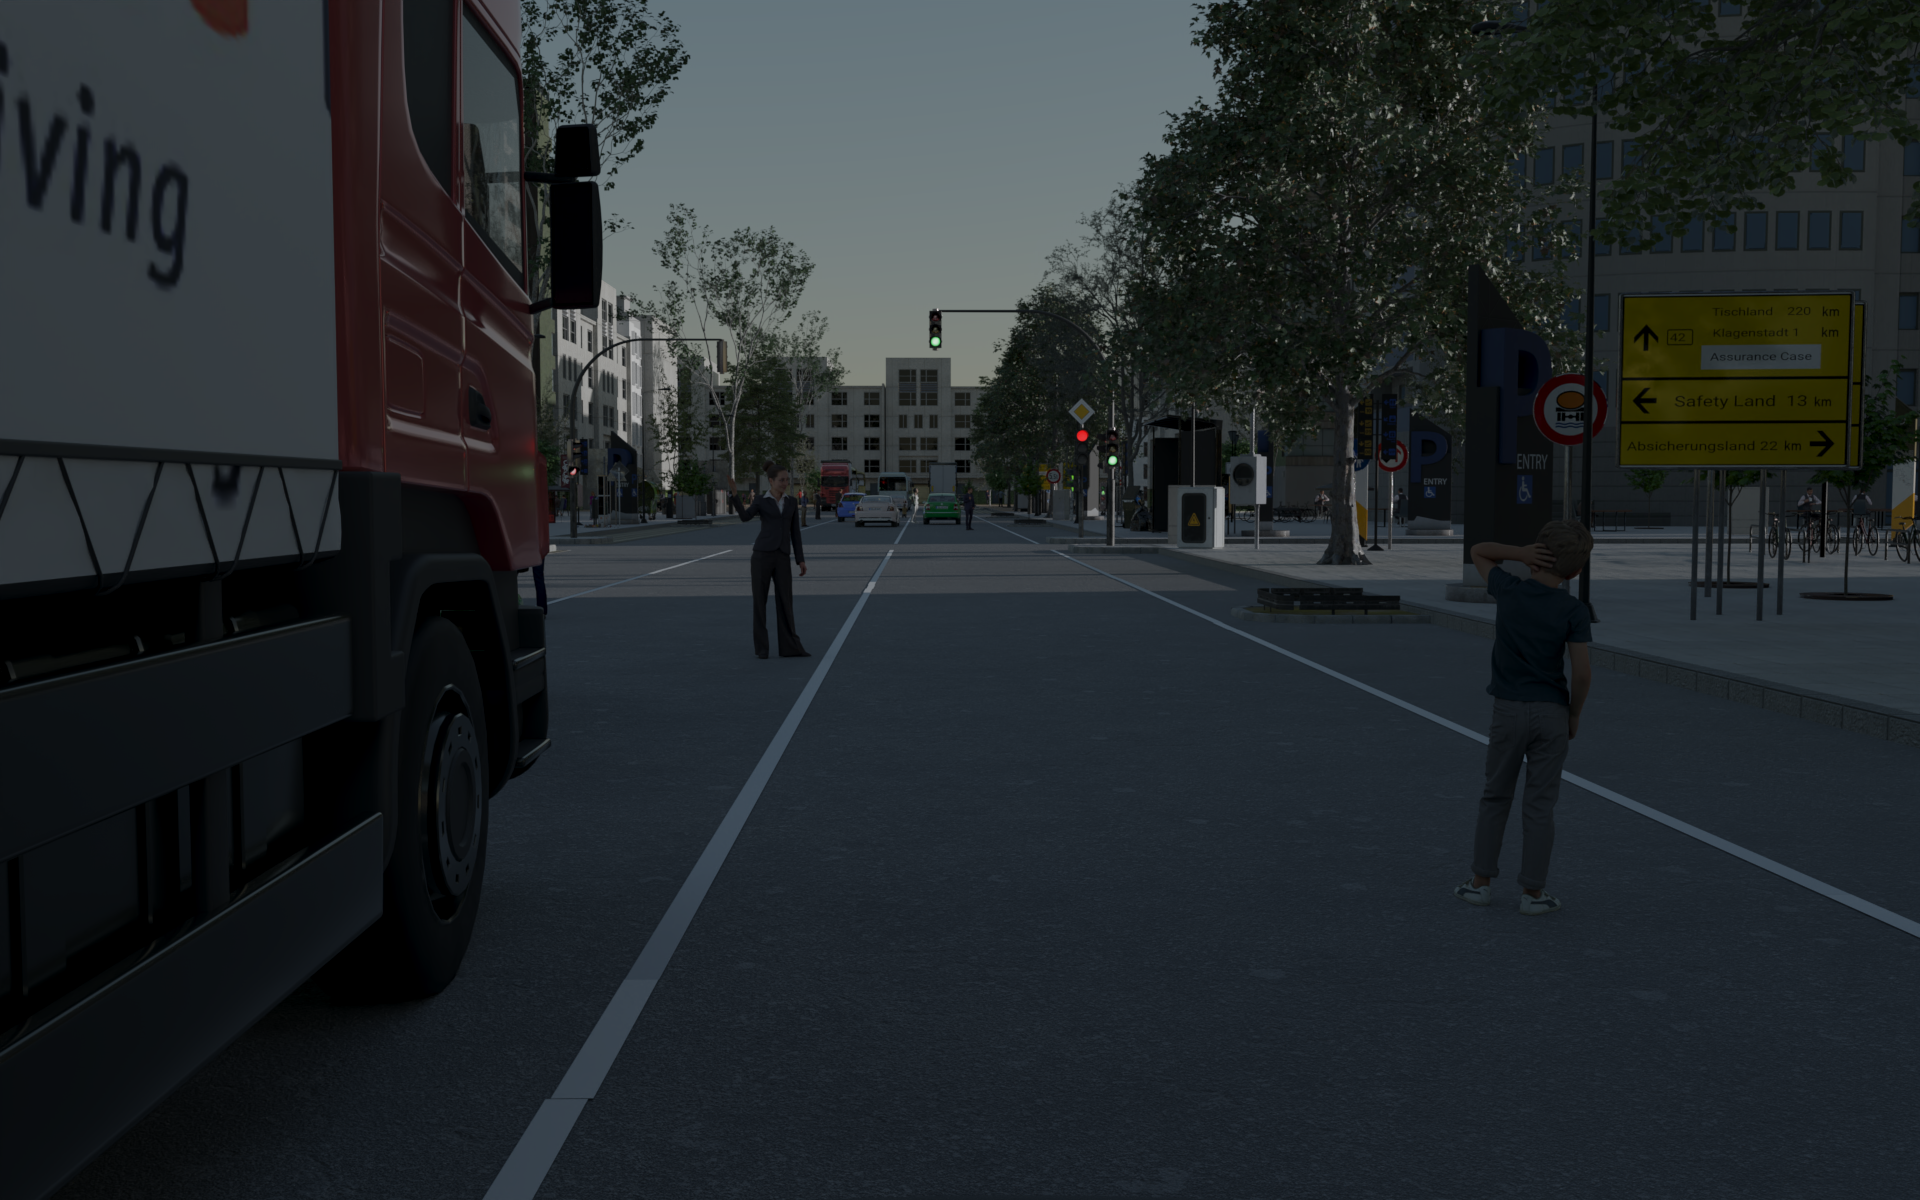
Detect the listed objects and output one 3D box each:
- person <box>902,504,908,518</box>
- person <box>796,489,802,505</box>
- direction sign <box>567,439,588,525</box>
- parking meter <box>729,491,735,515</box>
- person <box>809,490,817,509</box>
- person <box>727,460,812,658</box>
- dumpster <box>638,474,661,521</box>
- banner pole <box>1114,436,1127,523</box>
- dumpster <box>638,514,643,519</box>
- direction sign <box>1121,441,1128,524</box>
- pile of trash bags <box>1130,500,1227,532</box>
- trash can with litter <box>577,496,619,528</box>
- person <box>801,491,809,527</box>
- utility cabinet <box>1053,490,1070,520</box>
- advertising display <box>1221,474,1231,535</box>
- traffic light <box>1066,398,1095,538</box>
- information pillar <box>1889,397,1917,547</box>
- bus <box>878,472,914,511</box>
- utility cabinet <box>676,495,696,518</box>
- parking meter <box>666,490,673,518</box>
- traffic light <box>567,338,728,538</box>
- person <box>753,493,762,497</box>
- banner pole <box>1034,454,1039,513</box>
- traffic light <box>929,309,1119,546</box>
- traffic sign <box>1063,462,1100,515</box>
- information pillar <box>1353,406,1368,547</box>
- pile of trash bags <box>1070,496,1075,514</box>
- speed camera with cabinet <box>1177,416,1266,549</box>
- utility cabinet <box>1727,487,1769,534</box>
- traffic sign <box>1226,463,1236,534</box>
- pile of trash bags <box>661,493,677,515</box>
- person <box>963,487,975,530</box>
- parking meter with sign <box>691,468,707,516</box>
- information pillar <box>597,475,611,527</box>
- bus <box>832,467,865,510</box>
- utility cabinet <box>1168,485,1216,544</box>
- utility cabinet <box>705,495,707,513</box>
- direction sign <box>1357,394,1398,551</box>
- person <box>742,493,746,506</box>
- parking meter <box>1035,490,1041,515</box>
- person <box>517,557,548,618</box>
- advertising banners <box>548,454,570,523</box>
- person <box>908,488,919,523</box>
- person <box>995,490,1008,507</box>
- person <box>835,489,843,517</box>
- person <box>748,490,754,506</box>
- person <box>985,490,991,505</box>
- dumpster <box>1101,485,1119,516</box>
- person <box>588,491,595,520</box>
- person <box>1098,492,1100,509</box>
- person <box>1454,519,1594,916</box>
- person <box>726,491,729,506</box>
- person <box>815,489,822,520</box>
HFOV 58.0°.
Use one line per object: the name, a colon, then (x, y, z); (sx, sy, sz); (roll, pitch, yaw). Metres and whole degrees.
person: (-3.370, -5.436, 105.308); (0.347, 0.859, 0.695); (0, 4, 0)
person: (-18.105, -11.596, 195.582); (0.705, 1.831, 1.348); (2, 4, 34)
direction sign: (-15.623, -4.823, 70.855); (0.876, 3.537, 0.379); (-2, 4, -35)
parking meter: (-14.249, -6.102, 108.177); (0.372, 1.533, 0.369); (0, 3, 0)
person: (-13.864, -9.595, 165.380); (1.348, 1.824, 0.705); (3, 5, 44)
person: (-1.663, -0.349, 15.006); (0.445, 1.727, 0.742); (2, 4, 31)
dumpster: (-15.476, -5.011, 84.417); (1.502, 2.255, 1.985); (0, 4, -1)
banner pole: (7.033, -5.296, 76.607); (0.401, 3.779, 0.863); (-2, 4, -29)
dumpster: (-16.852, -5.036, 88.099); (1.264, 1.857, 1.865); (0, 4, -1)
direction sign: (7.075, -5.023, 74.117); (0.379, 3.537, 0.876); (0, 4, -7)
pile of trash bags: (7.674, -3.046, 59.558); (3.447, 1.369, 1.912); (-1, 4, -17)
trash can with litter: (-13.898, -3.405, 66.725); (1.678, 1.210, 2.233); (0, 4, -4)
person: (-6.804, -4.003, 76.010); (0.319, 1.574, 0.516); (1, 4, 20)
utility cabinet: (4.948, -4.649, 84.683); (0.318, 1.500, 1.173); (-2, 4, -25)
advertising display: (8.183, -3.041, 54.936); (0.123, 1.923, 0.974); (-3, 5, -43)
traffic light: (3.543, -3.788, 50.858); (0.839, 4.253, 0.868); (0, 4, -1)
information pillar: (22.723, -3.080, 41.708); (0.183, 3.616, 0.504); (-3, 5, -42)
bus: (-5.683, -9.677, 153.073); (2.948, 3.499, 13.247); (0, 3, 0)
utility cabinet: (-14.687, -4.989, 92.737); (1.020, 1.237, 0.306); (0, 4, -4)
parking meter: (-15.324, -5.074, 91.375); (0.372, 1.533, 0.369); (0, 3, 0)
traffic light: (-9.185, -4.645, 50.619); (4.771, 5.953, 1.251); (0, 4, -1)
person: (-20.193, -10.197, 173.499); (1.217, 1.736, 0.721); (0, 4, 5)
banner pole: (4.529, -7.027, 104.913); (0.863, 3.779, 0.401); (-1, 4, -17)
traffic light: (1.616, -4.160, 42.691); (4.771, 5.953, 1.251); (0, 4, -1)
traffic sign: (7.434, -6.876, 106.289); (2.265, 3.308, 0.079); (0, 4, 5)
information pillar: (9.617, -3.086, 41.806); (0.504, 3.616, 0.183); (1, 4, 17)
pile of trash bags: (7.469, -6.157, 110.421); (3.447, 1.369, 1.912); (-3, 5, -44)
speed camera with cabinet: (6.118, -2.827, 40.563); (2.038, 3.252, 0.660); (2, 4, 35)
utility cabinet: (24.679, -2.788, 54.265); (1.173, 1.500, 0.318); (0, 4, -5)
traffic sign: (8.902, -3.300, 56.078); (0.606, 2.300, 0.079); (0, 4, 7)
pile of trash bags: (-17.818, -6.064, 108.905); (1.912, 1.369, 3.447); (-1, 4, -10)
person: (0.358, -3.627, 68.724); (0.541, 1.710, 0.530); (-2, 4, -28)
parking meter with sign: (-15.358, -6.453, 101.762); (0.543, 3.016, 1.738); (-2, 4, -29)
information pillar: (-14.086, -3.901, 68.270); (0.304, 2.012, 0.304); (1, 4, 13)
bus: (-10.354, -10.280, 159.624); (2.896, 3.916, 12.252); (0, 4, 0)
utility cabinet: (5.847, -2.141, 43.682); (1.173, 1.500, 0.318); (1, 4, 10)
utility cabinet: (-17.135, -6.725, 118.631); (0.318, 1.500, 1.173); (1, 4, 10)
direction sign: (9.425, -2.885, 39.174); (0.876, 3.537, 0.379); (0, 4, 3)
person: (-21.060, -9.764, 168.914); (0.421, 1.427, 0.697); (0, 4, 6)
parking meter: (4.768, -6.138, 106.061); (0.399, 1.863, 0.255); (-1, 4, -11)
person: (-5.024, -0.556, 19.797); (0.590, 1.554, 0.614); (3, 4, 37)
advertising banners: (-18.034, -4.881, 75.998); (2.074, 3.025, 0.090); (0, 4, -2)
person: (-2.256, -4.676, 85.674); (0.376, 1.734, 0.841); (2, 4, 33)
person: (4.120, -10.276, 174.038); (1.348, 1.826, 0.705); (1, 4, 22)
person: (-7.462, -5.999, 107.265); (0.565, 1.739, 0.600); (0, 4, 2)
person: (-22.628, -11.102, 188.113); (0.990, 1.755, 0.434); (-3, 5, -39)
person: (3.255, -11.787, 199.211); (0.683, 1.767, 0.568); (-1, 4, -9)
dumpster: (9.086, -5.988, 103.670); (1.264, 1.857, 1.865); (0, 4, -1)
person: (-18.224, -4.662, 85.497); (0.726, 1.434, 0.776); (1, 4, 22)
person: (12.110, -8.944, 152.268); (1.348, 1.826, 0.705); (3, 4, 37)
person: (1.942, 0.393, 5.981); (0.435, 1.345, 0.340); (1, 4, 17)
person: (-25.734, -11.439, 192.941); (0.709, 1.838, 0.599); (1, 4, 14)
person: (-7.894, -5.373, 97.149); (0.445, 1.727, 0.742); (-1, 4, -17)
